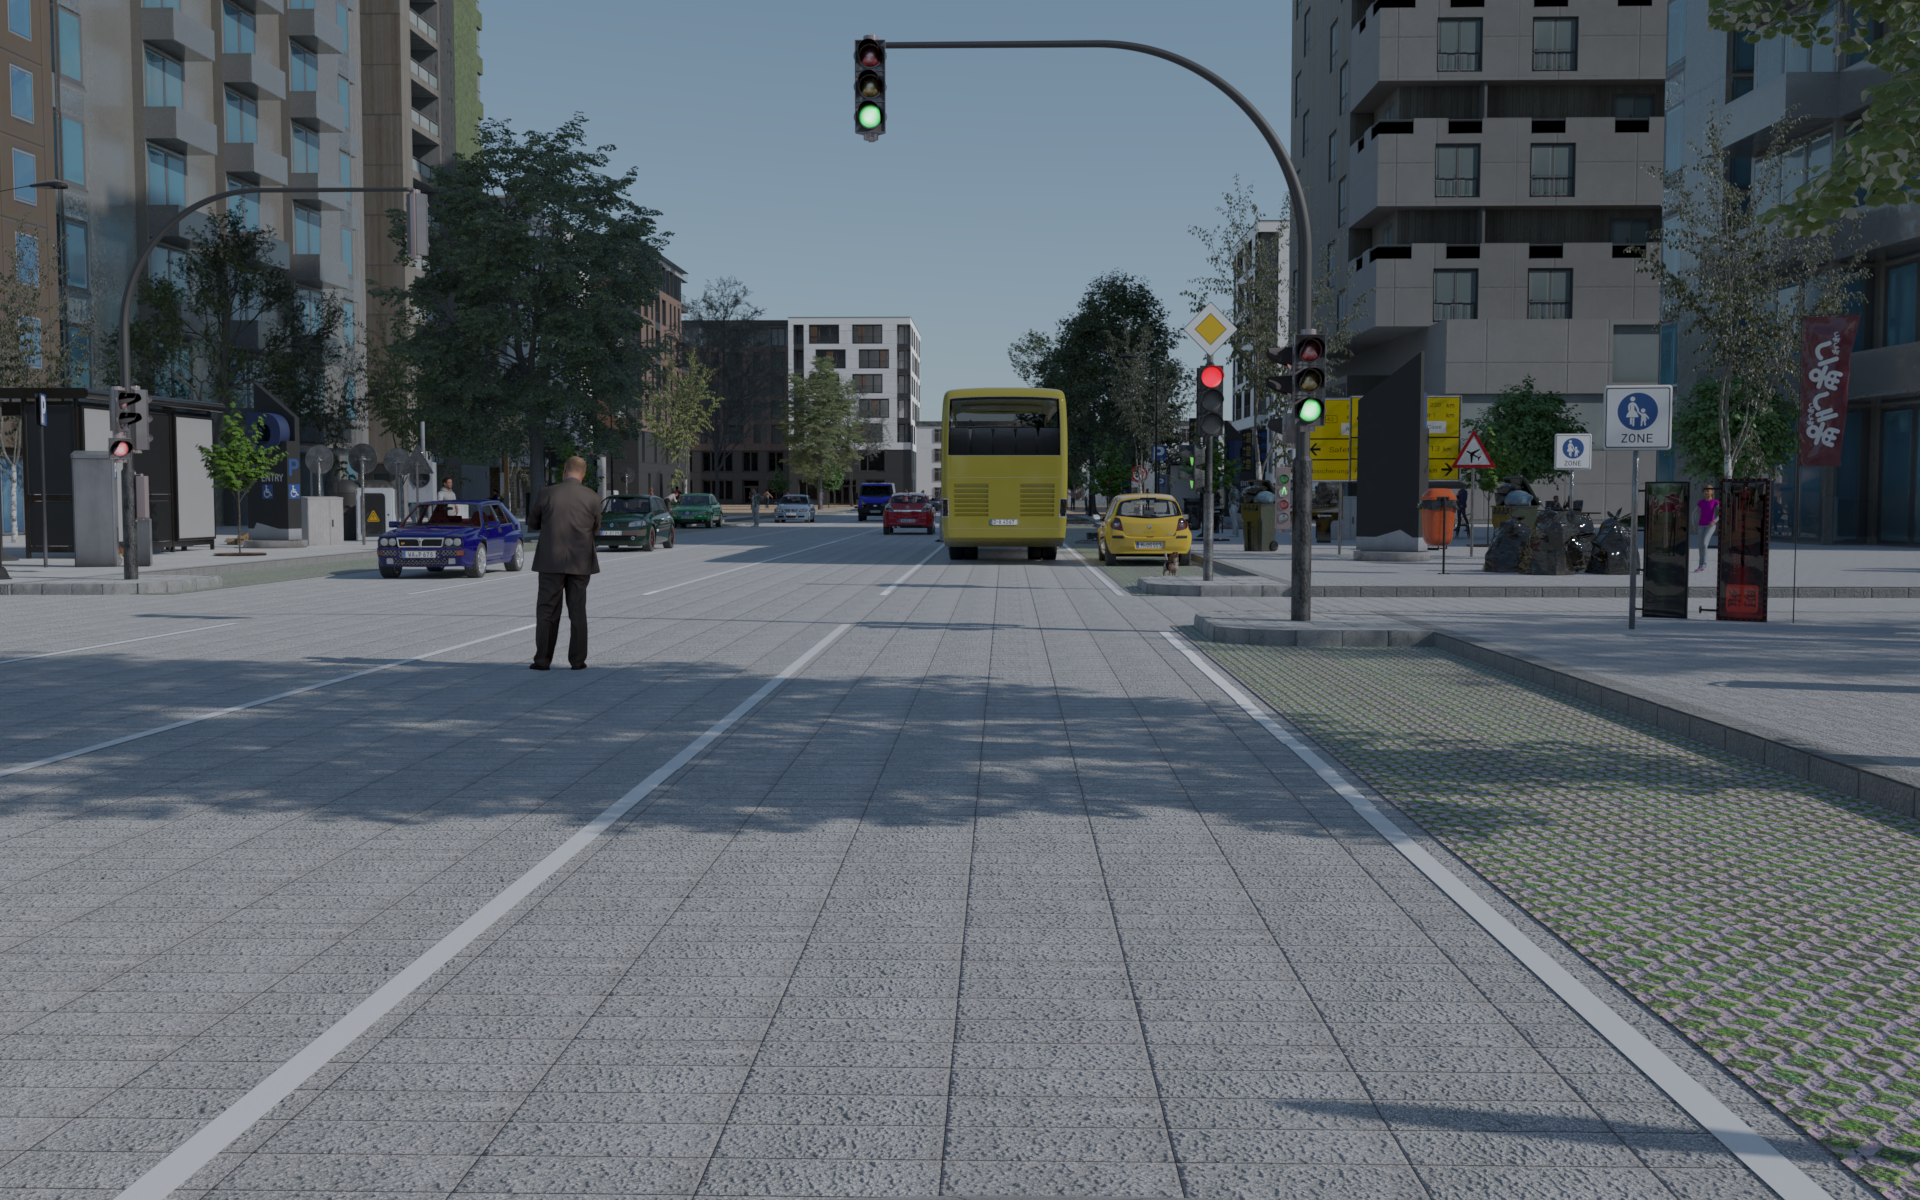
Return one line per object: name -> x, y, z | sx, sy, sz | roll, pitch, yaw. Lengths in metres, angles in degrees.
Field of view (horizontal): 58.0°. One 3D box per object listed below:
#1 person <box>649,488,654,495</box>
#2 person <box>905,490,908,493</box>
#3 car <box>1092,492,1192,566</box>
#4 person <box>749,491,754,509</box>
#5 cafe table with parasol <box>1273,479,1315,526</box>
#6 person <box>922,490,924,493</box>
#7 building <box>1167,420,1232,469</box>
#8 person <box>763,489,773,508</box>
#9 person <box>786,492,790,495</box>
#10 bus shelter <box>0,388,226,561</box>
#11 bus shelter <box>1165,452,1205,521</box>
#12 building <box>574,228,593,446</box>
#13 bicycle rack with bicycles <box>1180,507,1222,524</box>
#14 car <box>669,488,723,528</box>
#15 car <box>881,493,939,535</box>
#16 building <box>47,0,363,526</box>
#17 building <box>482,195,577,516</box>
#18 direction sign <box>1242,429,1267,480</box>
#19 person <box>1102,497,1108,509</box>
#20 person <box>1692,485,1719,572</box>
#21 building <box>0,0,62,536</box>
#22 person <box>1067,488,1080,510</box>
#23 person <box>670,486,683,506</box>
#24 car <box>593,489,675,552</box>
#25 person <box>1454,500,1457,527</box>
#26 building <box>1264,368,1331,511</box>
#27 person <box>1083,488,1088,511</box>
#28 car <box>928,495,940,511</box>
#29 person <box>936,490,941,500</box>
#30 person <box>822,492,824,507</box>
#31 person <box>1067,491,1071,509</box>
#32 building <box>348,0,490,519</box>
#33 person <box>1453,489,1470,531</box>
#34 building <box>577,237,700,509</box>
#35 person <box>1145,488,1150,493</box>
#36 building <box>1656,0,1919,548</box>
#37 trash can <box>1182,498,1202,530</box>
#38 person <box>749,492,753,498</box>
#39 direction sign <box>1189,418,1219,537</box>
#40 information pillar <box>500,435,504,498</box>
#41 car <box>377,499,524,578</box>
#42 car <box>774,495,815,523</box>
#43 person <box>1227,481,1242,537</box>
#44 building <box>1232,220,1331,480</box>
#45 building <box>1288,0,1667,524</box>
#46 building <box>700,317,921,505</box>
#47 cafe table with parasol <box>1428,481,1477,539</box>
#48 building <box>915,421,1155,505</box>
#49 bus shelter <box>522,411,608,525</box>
person -> -22.136, -7.218, 124.770 | 0.721, 1.743, 1.217 | -2, 4, -28
person -> -4.055, -7.309, 128.728 | 1.217, 1.743, 0.721 | -2, 4, -30
car -> 3.764, -1.561, 35.747 | 2.015, 1.641, 3.980 | 0, 4, 2
person -> -17.324, -8.394, 144.756 | 0.593, 1.643, 0.415 | 0, 4, -6
cafe table with parasol -> 13.842, -4.041, 70.932 | 2.610, 1.966, 2.610 | 1, 4, 19
person -> -2.766, -7.529, 132.156 | 0.990, 1.755, 0.434 | 0, 4, -2
building -> 37.176, -15.882, 201.818 | 28.070, 9.664, 9.099 | 0, 4, 2
person -> -17.364, -9.152, 156.389 | 1.217, 1.736, 0.721 | 3, 5, 40
person -> -13.335, -7.734, 135.729 | 0.697, 1.427, 0.421 | 2, 4, 26
bus shelter -> -18.114, -3.542, 35.548 | 2.179, 5.291, 8.768 | 0, 4, 2
bus shelter -> 10.493, -5.177, 78.568 | 2.014, 3.302, 5.546 | 0, 4, 2
building -> -33.917, -16.075, 119.249 | 16.016, 20.091, 11.380 | 0, 4, 2
bicycle rack with bicycles -> 9.757, -3.458, 69.922 | 2.925, 0.926, 2.852 | 1, 4, 17
car -> -11.152, -3.937, 73.165 | 1.959, 1.807, 4.718 | 0, 4, 0
car -> -1.806, -3.268, 62.467 | 2.155, 1.783, 4.494 | 0, 4, 1
building -> -38.944, -27.523, 69.602 | 23.786, 49.044, 30.456 | 0, 4, 2
building -> -33.533, -15.380, 107.876 | 16.016, 20.091, 11.380 | 0, 4, 2
direction sign -> 10.324, -4.207, 60.779 | 0.876, 3.537, 0.379 | 1, 4, 21
person -> 12.406, -8.466, 145.180 | 1.217, 1.743, 0.721 | 3, 4, 36
person -> 12.172, -1.166, 28.346 | 0.726, 1.434, 0.776 | 3, 5, 43
building -> -35.655, -24.279, 47.073 | 14.600, 45.320, 14.200 | 0, 4, 2
person -> 8.854, -7.859, 135.239 | 1.217, 1.736, 0.721 | -2, 4, -31
person -> -18.675, -6.624, 114.279 | 1.348, 1.831, 0.705 | -1, 4, -14
car -> -8.460, -2.112, 44.325 | 2.009, 1.686, 4.222 | 0, 4, 2
person -> 19.255, -3.590, 67.968 | 0.697, 1.427, 0.421 | -2, 4, -25
building -> 26.845, -10.587, 115.239 | 9.099, 9.664, 28.070 | 0, 4, 2
person -> 9.662, -7.769, 133.141 | 0.705, 1.814, 1.350 | 1, 4, 16
car -> -2.660, -8.176, 146.250 | 1.945, 1.354, 3.894 | 0, 3, 0
person -> -1.867, -9.895, 170.290 | 1.348, 1.824, 0.705 | -1, 4, -14
person -> -11.886, -8.635, 148.148 | 0.541, 1.710, 0.530 | -1, 4, -16
person -> 9.133, -8.801, 149.931 | 1.348, 1.826, 0.705 | 2, 4, 27
building -> -34.486, -25.022, 92.698 | 14.154, 41.232, 14.086 | 0, 4, 2
person -> 17.348, -3.239, 59.923 | 0.530, 1.710, 0.541 | 0, 4, -5
building -> -41.652, -18.751, 150.547 | 32.646, 21.610, 27.936 | 0, 4, 2
person -> 15.022, -8.037, 138.170 | 1.217, 1.743, 0.721 | 3, 5, 41
building -> 35.693, -26.092, 46.210 | 30.456, 49.044, 23.786 | 0, 4, 2
trash can -> 8.254, -3.048, 61.489 | 0.748, 1.137, 0.748 | 0, 3, 0
person -> -18.950, -9.370, 159.374 | 1.348, 1.807, 0.705 | 2, 4, 35
direction sign -> 7.235, -3.637, 51.468 | 0.876, 3.537, 0.379 | 1, 4, 14
information pillar -> -17.747, -4.635, 67.136 | 0.183, 3.616, 0.504 | -2, 4, -24
car -> -9.009, -1.114, 30.787 | 1.945, 1.354, 3.894 | 0, 4, 0
car -> -8.290, -4.597, 87.156 | 2.014, 1.417, 4.499 | 0, 4, 0
person -> 8.193, -2.750, 51.734 | 0.376, 1.734, 0.841 | 1, 4, 22
building -> 36.514, -18.427, 145.260 | 27.936, 21.610, 32.646 | 0, 4, 2
building -> 31.936, -30.345, 85.385 | 28.713, 52.752, 27.495 | 0, 4, 2
building -> -21.608, -22.620, 213.813 | 32.646, 21.610, 27.936 | 0, 4, 2
cafe table with parasol -> 13.926, -2.784, 50.391 | 2.610, 1.966, 2.610 | -1, 4, -10
building -> 8.970, -15.979, 203.396 | 28.070, 9.664, 9.099 | 0, 4, 2
bus shelter -> -17.295, -6.002, 75.759 | 2.179, 5.291, 8.768 | 0, 4, 1
